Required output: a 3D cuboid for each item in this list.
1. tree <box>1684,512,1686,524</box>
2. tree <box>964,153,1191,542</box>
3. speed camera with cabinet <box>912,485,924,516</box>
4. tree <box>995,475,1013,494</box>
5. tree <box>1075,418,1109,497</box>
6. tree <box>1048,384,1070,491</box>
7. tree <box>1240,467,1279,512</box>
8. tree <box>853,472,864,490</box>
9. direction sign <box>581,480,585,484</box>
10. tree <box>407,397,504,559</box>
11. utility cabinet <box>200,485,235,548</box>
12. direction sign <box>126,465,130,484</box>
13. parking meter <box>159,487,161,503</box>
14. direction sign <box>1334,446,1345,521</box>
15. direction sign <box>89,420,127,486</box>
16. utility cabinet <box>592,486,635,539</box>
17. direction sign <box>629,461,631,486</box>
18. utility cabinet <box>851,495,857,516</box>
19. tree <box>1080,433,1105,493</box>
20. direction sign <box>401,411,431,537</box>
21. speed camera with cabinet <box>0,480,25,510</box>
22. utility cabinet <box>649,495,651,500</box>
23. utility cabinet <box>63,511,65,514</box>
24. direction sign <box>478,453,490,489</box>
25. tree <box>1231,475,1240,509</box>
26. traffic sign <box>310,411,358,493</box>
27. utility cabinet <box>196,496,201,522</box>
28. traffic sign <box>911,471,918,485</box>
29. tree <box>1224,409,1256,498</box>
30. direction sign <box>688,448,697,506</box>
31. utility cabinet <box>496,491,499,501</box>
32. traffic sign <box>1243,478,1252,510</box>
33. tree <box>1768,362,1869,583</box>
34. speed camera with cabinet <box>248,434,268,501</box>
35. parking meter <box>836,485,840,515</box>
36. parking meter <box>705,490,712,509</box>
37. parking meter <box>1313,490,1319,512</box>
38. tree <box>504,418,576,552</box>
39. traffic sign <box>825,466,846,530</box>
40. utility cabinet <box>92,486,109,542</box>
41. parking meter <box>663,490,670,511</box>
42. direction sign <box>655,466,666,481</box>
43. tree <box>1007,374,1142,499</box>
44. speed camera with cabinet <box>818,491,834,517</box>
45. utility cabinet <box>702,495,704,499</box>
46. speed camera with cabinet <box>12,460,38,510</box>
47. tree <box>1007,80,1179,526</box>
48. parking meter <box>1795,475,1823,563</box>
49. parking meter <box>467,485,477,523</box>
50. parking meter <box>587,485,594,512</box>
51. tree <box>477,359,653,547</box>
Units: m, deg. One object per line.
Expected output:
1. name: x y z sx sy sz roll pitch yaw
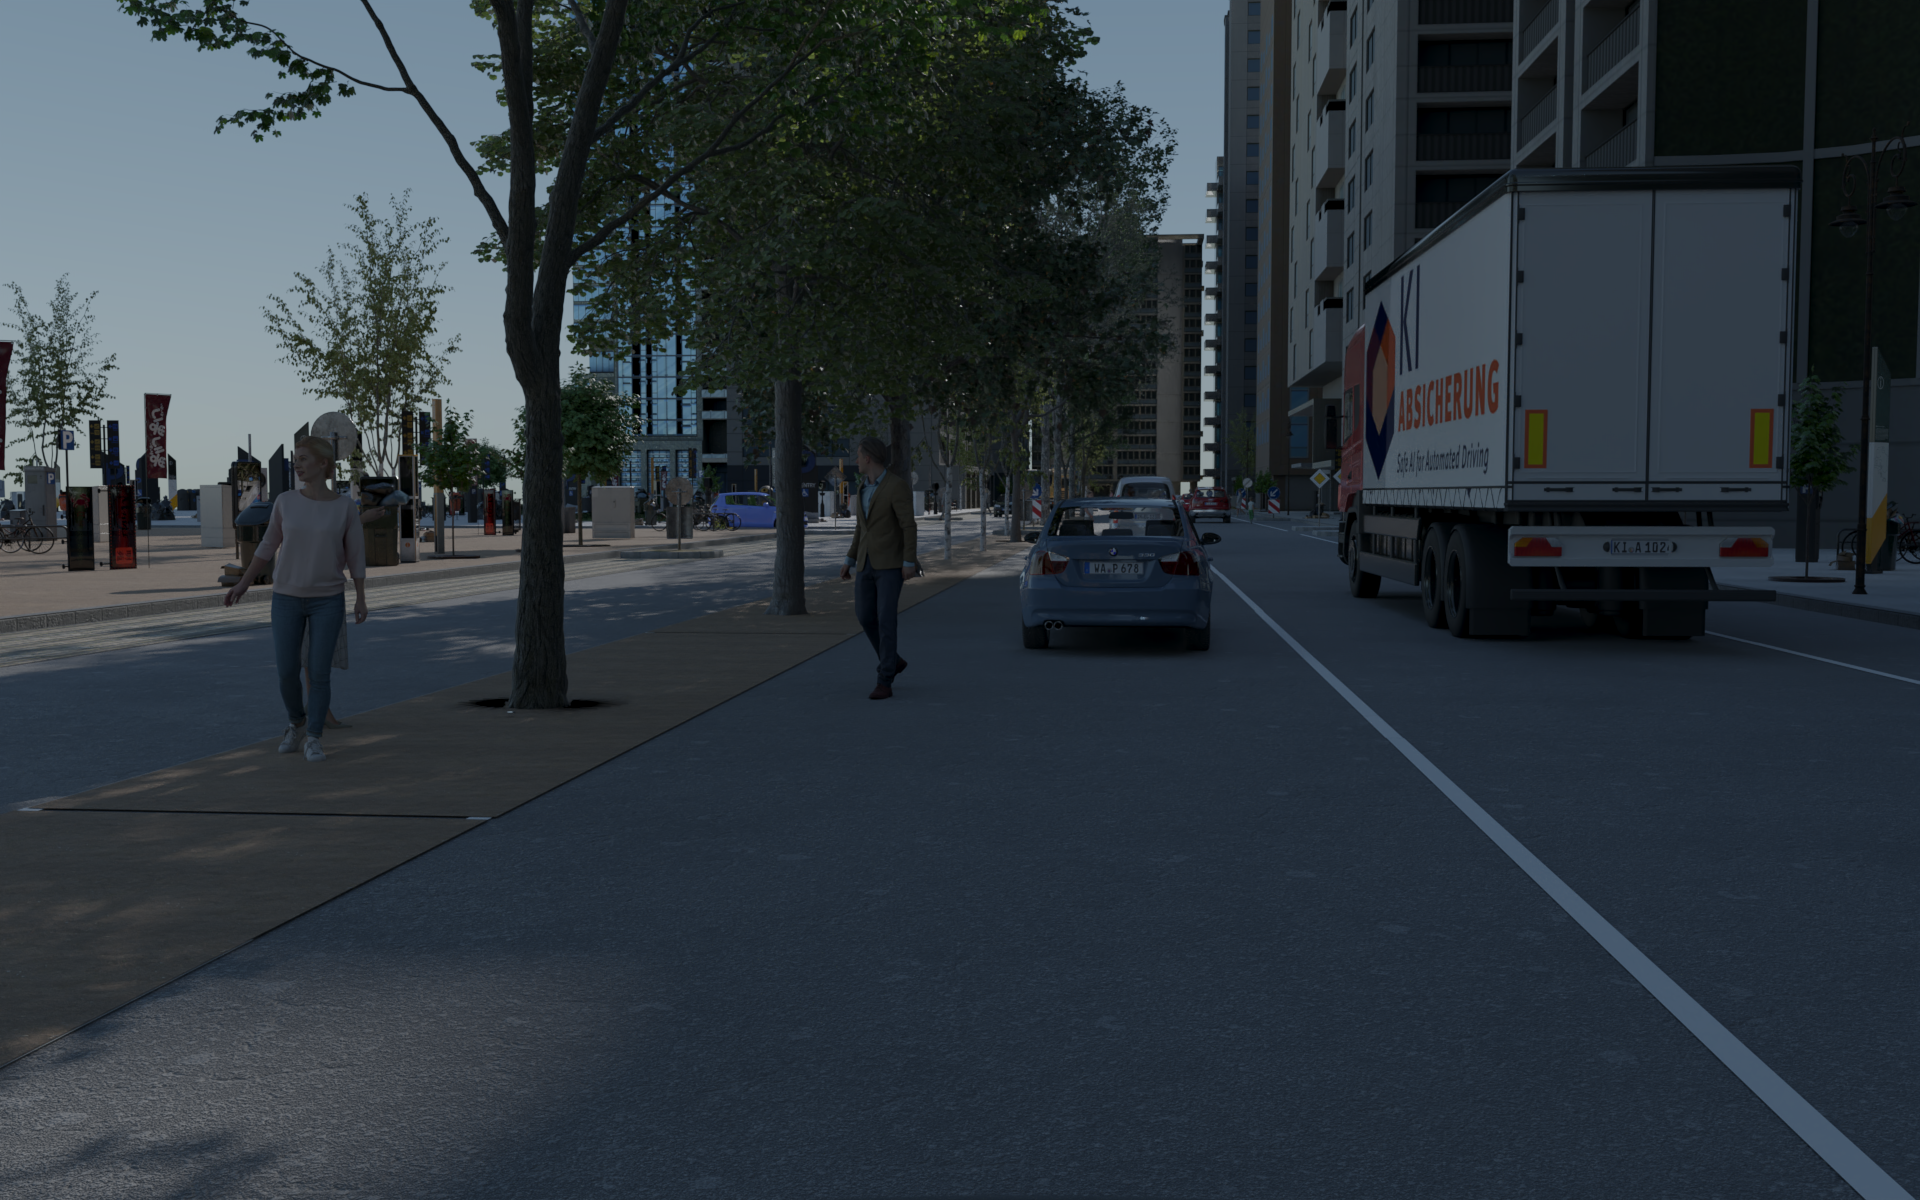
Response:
1. tree: 13.198 -2.260 31.560 1.663 3.219 1.824 0 3 0
2. tree: 1.682 -8.455 51.070 12.009 13.543 11.850 0 3 0
3. speed camera with cabinet: -2.829 -6.616 102.507 0.660 3.252 2.038 -2 4 -30
4. tree: 4.203 -10.800 171.174 1.663 3.219 1.824 0 3 0
5. tree: 9.229 -10.655 127.023 4.360 8.622 3.978 0 3 0
6. tree: 1.618 -6.527 59.536 4.360 8.622 3.978 0 3 0
7. tree: 22.087 -8.136 127.625 1.663 3.219 1.824 0 3 0
8. tree: -4.517 -5.636 86.748 1.663 3.219 1.824 0 3 0
9. direction sign: -29.154 -8.615 132.849 0.876 3.537 0.379 -3 5 -40
10. tree: -10.180 -2.450 34.654 1.663 3.219 1.824 0 3 0
11. utility cabinet: -17.661 -1.990 41.216 1.173 1.500 0.318 3 5 43
12. direction sign: -65.800 -8.845 136.618 0.379 3.537 0.876 1 4 18
13. parking meter: -64.492 -8.170 139.288 0.255 1.863 0.399 0 4 -7
14. direction sign: 18.129 -5.501 81.943 0.876 3.537 0.379 -1 4 -10
15. direction sign: -26.171 -3.734 53.041 0.876 3.537 0.379 0 4 -5
16. utility cabinet: -9.874 -2.485 49.302 1.173 1.500 0.318 1 4 12
17. direction sign: -22.333 -7.672 117.438 0.379 3.537 0.876 0 4 -5
18. utility cabinet: -6.115 -5.679 104.012 0.306 1.237 1.020 3 5 41
19. tree: 9.360 -10.958 131.986 4.737 8.622 4.395 0 3 0
20. direction sign: -14.873 -3.392 47.457 0.379 3.537 0.876 3 5 41
21. speed camera with cabinet: -60.510 -7.094 110.317 2.038 3.252 0.660 -3 5 -41
22. utility cabinet: -19.106 -5.856 106.902 1.020 1.237 0.306 -3 5 -40
23. utility cabinet: -55.975 -5.992 109.124 1.020 1.237 0.306 -2 4 -29
24. direction sign: -26.064 -6.282 94.706 0.876 3.537 0.379 1 4 19
25. tree: 24.505 -9.558 150.875 1.663 3.219 1.824 0 3 0
26. traffic sign: -9.661 -1.628 26.723 0.768 2.556 0.104 0 4 8
27. utility cabinet: -35.312 -4.246 80.587 0.306 1.237 1.020 -1 4 -18
28. traffic sign: -2.697 -5.885 96.329 0.768 2.556 0.104 1 4 12
29. tree: 24.469 -12.038 147.186 4.737 8.622 4.395 0 3 0
30. direction sign: -13.140 -5.696 85.121 0.379 3.537 0.876 1 4 16
31. utility cabinet: -32.676 -6.890 121.329 1.173 1.500 0.318 1 4 22
32. traffic sign: 22.710 -8.364 136.858 0.768 2.556 0.104 1 4 10
33. tree: 12.606 -1.888 25.469 1.663 3.219 1.824 0 3 0
34. speed camera with cabinet: -23.543 -3.785 56.217 0.660 3.252 2.038 2 4 35
35. parking meter: -7.521 -6.273 108.281 0.399 1.863 0.255 -3 5 -42
36. parking meter: -13.911 -5.347 95.840 0.372 1.533 0.369 0 3 0
37. parking meter: 25.086 -6.947 121.997 0.372 1.533 0.369 0 3 0
38. tree: -9.223 -2.671 38.267 1.663 3.219 1.824 0 3 0
39. traffic sign: -4.446 -3.558 61.819 0.795 2.450 0.064 0 4 6
40. utility cabinet: -22.831 -2.298 46.246 0.318 1.500 1.173 0 4 2
41. parking meter: -16.661 -5.498 98.301 0.372 1.533 0.369 0 3 0
42. direction sign: -23.841 -8.935 138.077 0.876 3.537 0.379 -1 4 -12
43. tree: 6.126 -9.863 98.137 8.767 10.594 7.601 0 4 6
44. speed camera with cabinet: -8.224 -6.381 98.673 2.038 3.252 0.660 1 4 17
45. utility cabinet: -19.369 -7.270 130.028 0.306 1.237 1.020 2 4 25
46. speed camera with cabinet: -54.655 -6.565 101.670 2.038 3.252 0.660 3 4 38
47. tree: 2.539 -13.242 74.852 12.611 20.169 13.585 0 3 0
48. parking meter: 15.959 -1.641 32.547 0.399 1.863 0.255 3 5 44
49. parking meter: -21.727 -4.372 77.185 0.255 1.863 0.399 3 5 40
50. parking meter: -23.147 -6.282 108.425 0.399 1.863 0.255 -2 4 -33
51. tree: -9.228 -3.589 42.398 4.285 4.588 4.351 0 3 0
